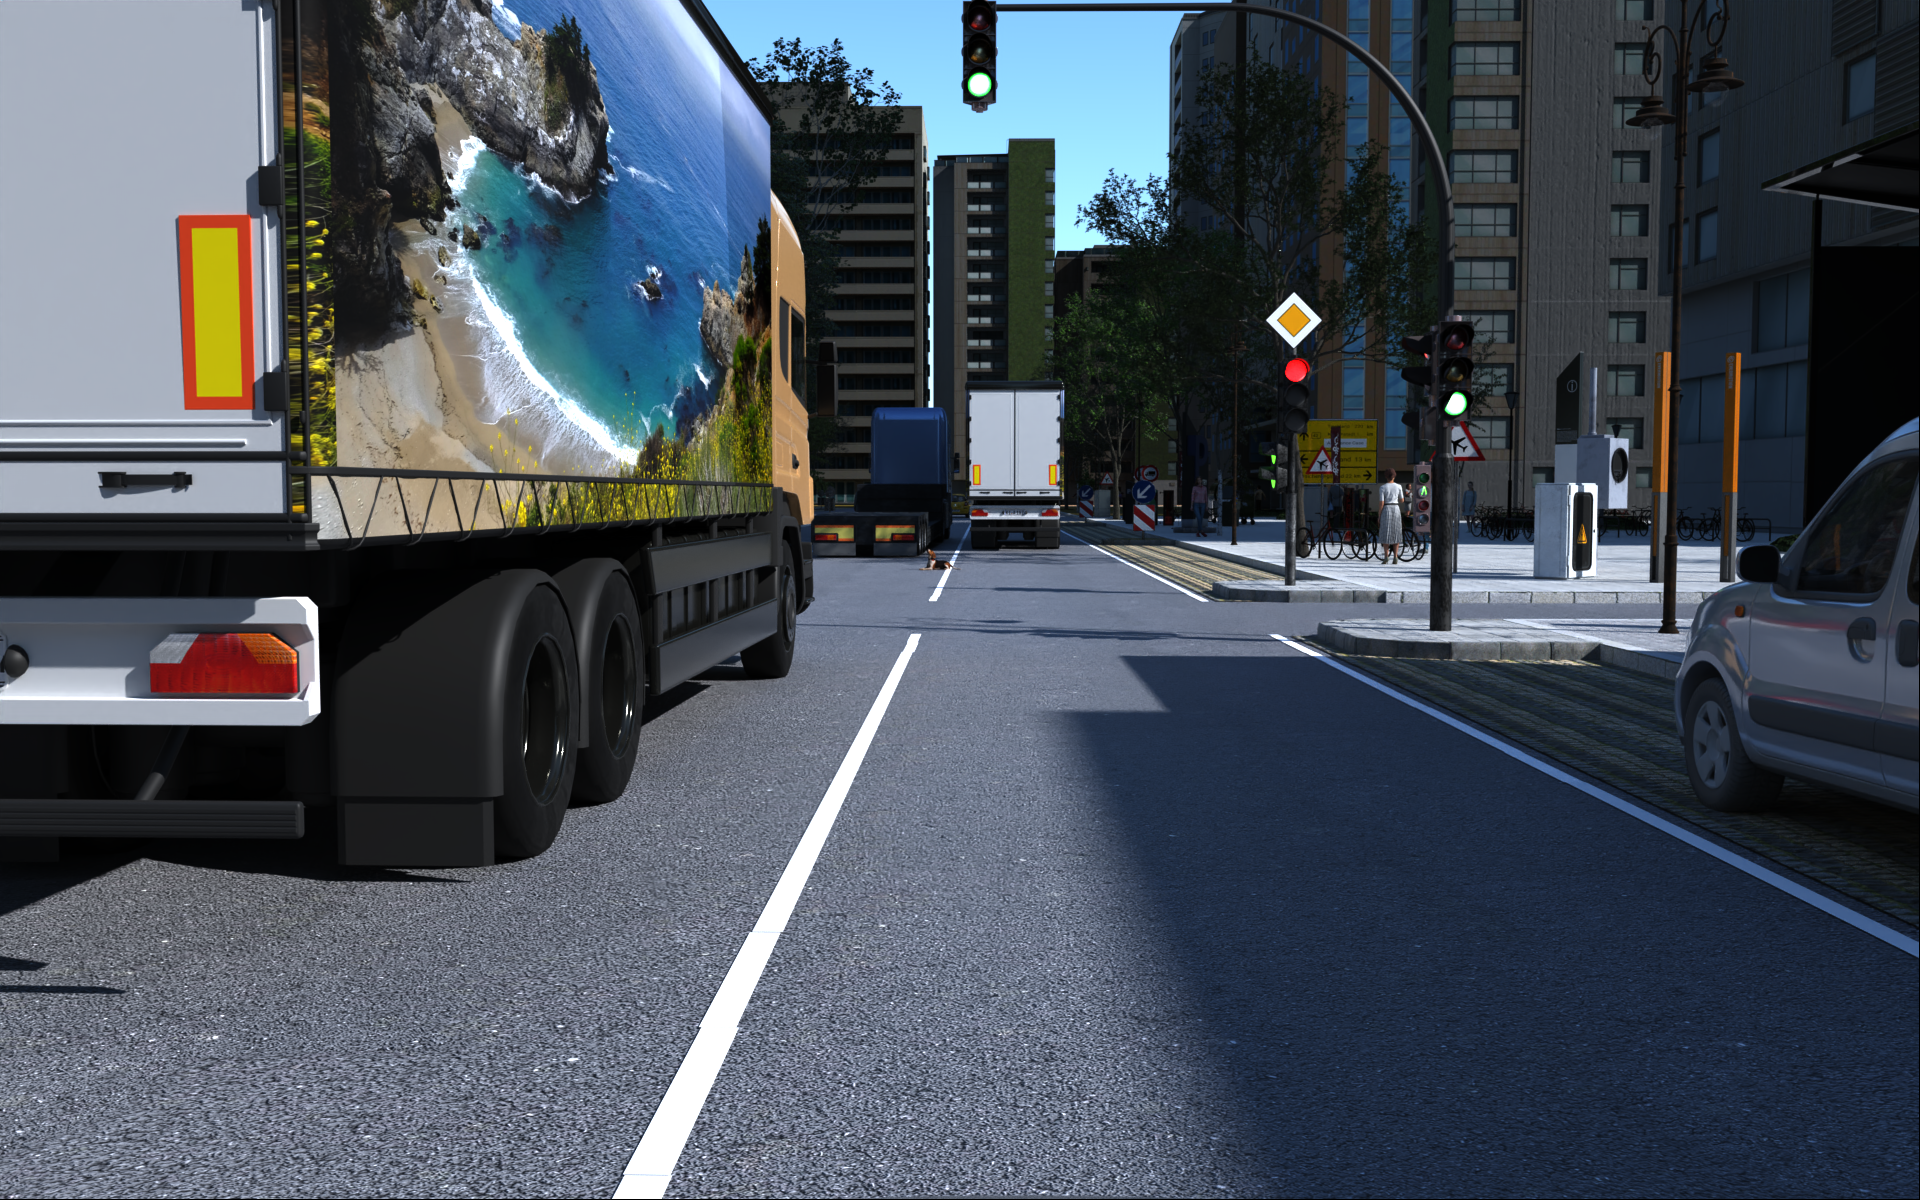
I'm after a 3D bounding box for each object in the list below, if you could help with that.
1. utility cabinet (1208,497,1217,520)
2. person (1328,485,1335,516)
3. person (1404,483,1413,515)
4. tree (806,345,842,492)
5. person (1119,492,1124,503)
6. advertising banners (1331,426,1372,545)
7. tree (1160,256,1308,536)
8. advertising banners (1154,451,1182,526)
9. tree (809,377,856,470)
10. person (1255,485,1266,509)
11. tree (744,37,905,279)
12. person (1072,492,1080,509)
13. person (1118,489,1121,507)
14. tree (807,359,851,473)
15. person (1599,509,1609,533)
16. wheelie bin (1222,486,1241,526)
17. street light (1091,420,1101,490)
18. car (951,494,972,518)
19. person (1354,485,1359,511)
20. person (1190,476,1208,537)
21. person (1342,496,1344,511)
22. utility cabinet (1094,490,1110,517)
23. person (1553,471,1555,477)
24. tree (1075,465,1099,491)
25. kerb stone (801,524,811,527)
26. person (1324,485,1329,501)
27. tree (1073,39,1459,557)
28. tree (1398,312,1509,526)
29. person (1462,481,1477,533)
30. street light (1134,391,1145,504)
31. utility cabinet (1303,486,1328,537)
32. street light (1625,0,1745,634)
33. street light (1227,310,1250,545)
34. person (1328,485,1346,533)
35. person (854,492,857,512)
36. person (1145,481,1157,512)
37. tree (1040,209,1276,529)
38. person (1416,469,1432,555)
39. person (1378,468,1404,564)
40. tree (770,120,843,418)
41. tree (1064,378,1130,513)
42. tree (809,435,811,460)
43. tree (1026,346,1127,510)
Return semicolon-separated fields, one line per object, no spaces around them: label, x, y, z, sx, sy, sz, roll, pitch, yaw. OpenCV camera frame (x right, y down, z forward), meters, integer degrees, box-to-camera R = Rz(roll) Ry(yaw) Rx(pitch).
utility cabinet;12.322;-4.493;84.621;0.306;1.237;1.020;1;4;21
person;14.611;-3.775;67.855;0.616;1.811;0.778;2;4;27
person;20.387;-4.417;78.621;0.532;1.782;0.716;3;5;39
tree;-7.637;-7.949;82.783;4.737;8.622;4.395;0;3;0
person;12.383;-7.655;134.439;0.697;1.427;0.421;-1;4;-22
advertising banners;9.923;-2.930;44.088;0.090;3.025;2.074;-1;4;-16
tree;8.238;-6.284;53.109;4.360;8.622;3.978;0;3;0
advertising banners;8.465;-4.542;70.456;2.074;3.025;0.090;3;5;39
tree;-15.342;-15.770;168.215;12.009;13.543;11.850;0;3;0
person;17.965;-6.008;104.276;1.348;1.823;0.705;-3;4;-36
tree;-8.849;-12.824;68.012;12.611;20.169;13.585;0;3;0
person;10.015;-8.614;146.848;1.348;1.831;0.705;-3;5;-40
person;15.458;-9.969;169.051;0.705;1.823;1.348;-1;4;-15
tree;-7.564;-8.233;87.422;4.360;8.622;3.978;0;3;0
person;21.358;-3.160;57.893;0.526;1.800;0.537;0;4;-7
wheelie bin;10.729;-3.728;68.862;0.693;1.594;0.980;-3;5;-44
street light;7.769;-7.716;98.943;0.468;5.910;1.993;0;4;1
car;-0.294;-5.832;105.583;2.015;1.641;3.980;0;4;0
person;20.774;-5.149;90.651;0.576;1.772;0.534;2;4;28
person;7.137;-2.794;51.735;0.555;1.821;0.388;-1;4;-19
person;22.992;-5.920;103.547;1.217;1.735;0.721;-2;4;-31
utility cabinet;7.786;-5.270;94.847;0.318;1.500;1.173;3;4;37
person;13.959;-2.110;40.311;0.659;1.850;0.755;2;4;28
tree;8.410;-7.339;114.589;1.663;3.219;1.824;0;3;0
kerb stone;-6.813;-3.341;76.829;0.120;0.150;1.000;0;4;1
person;19.117;-5.159;90.665;0.793;1.790;0.793;-3;5;-40
tree;6.840;-6.183;35.503;8.767;10.594;7.601;-3;4;-36
tree;19.770;-7.281;69.408;4.360;8.622;3.978;0;3;0
person;16.993;-3.098;57.705;0.512;1.701;0.522;2;4;32
street light;7.360;-6.016;71.147;0.468;5.910;1.993;0;4;1
utility cabinet;10.203;-2.575;50.777;0.318;1.500;1.173;-3;5;-44
street light;6.542;-2.631;15.807;0.468;5.910;1.993;0;4;1
street light;6.901;-4.321;43.429;0.468;5.910;1.993;0;4;1
person;12.515;-3.128;57.359;0.473;1.802;0.592;-1;4;-16
person;-3.747;-3.555;66.720;0.694;1.812;0.767;-1;4;-9
person;7.558;-3.828;68.881;0.600;1.795;0.529;0;4;3
tree;8.247;-8.416;63.357;9.928;11.665;9.643;0;3;0
person;9.879;-1.829;35.929;0.713;1.824;0.794;-2;4;-23
person;7.863;-1.533;31.674;0.480;1.755;0.524;0;4;-5
tree;-8.213;-9.038;56.877;9.857;13.997;8.962;0;3;0
tree;8.464;-9.585;107.075;4.360;8.622;3.978;0;3;0
tree;-15.896;-13.787;143.547;7.486;12.596;7.792;0;3;0
tree;8.833;-14.147;141.666;12.009;13.543;11.850;0;3;0
